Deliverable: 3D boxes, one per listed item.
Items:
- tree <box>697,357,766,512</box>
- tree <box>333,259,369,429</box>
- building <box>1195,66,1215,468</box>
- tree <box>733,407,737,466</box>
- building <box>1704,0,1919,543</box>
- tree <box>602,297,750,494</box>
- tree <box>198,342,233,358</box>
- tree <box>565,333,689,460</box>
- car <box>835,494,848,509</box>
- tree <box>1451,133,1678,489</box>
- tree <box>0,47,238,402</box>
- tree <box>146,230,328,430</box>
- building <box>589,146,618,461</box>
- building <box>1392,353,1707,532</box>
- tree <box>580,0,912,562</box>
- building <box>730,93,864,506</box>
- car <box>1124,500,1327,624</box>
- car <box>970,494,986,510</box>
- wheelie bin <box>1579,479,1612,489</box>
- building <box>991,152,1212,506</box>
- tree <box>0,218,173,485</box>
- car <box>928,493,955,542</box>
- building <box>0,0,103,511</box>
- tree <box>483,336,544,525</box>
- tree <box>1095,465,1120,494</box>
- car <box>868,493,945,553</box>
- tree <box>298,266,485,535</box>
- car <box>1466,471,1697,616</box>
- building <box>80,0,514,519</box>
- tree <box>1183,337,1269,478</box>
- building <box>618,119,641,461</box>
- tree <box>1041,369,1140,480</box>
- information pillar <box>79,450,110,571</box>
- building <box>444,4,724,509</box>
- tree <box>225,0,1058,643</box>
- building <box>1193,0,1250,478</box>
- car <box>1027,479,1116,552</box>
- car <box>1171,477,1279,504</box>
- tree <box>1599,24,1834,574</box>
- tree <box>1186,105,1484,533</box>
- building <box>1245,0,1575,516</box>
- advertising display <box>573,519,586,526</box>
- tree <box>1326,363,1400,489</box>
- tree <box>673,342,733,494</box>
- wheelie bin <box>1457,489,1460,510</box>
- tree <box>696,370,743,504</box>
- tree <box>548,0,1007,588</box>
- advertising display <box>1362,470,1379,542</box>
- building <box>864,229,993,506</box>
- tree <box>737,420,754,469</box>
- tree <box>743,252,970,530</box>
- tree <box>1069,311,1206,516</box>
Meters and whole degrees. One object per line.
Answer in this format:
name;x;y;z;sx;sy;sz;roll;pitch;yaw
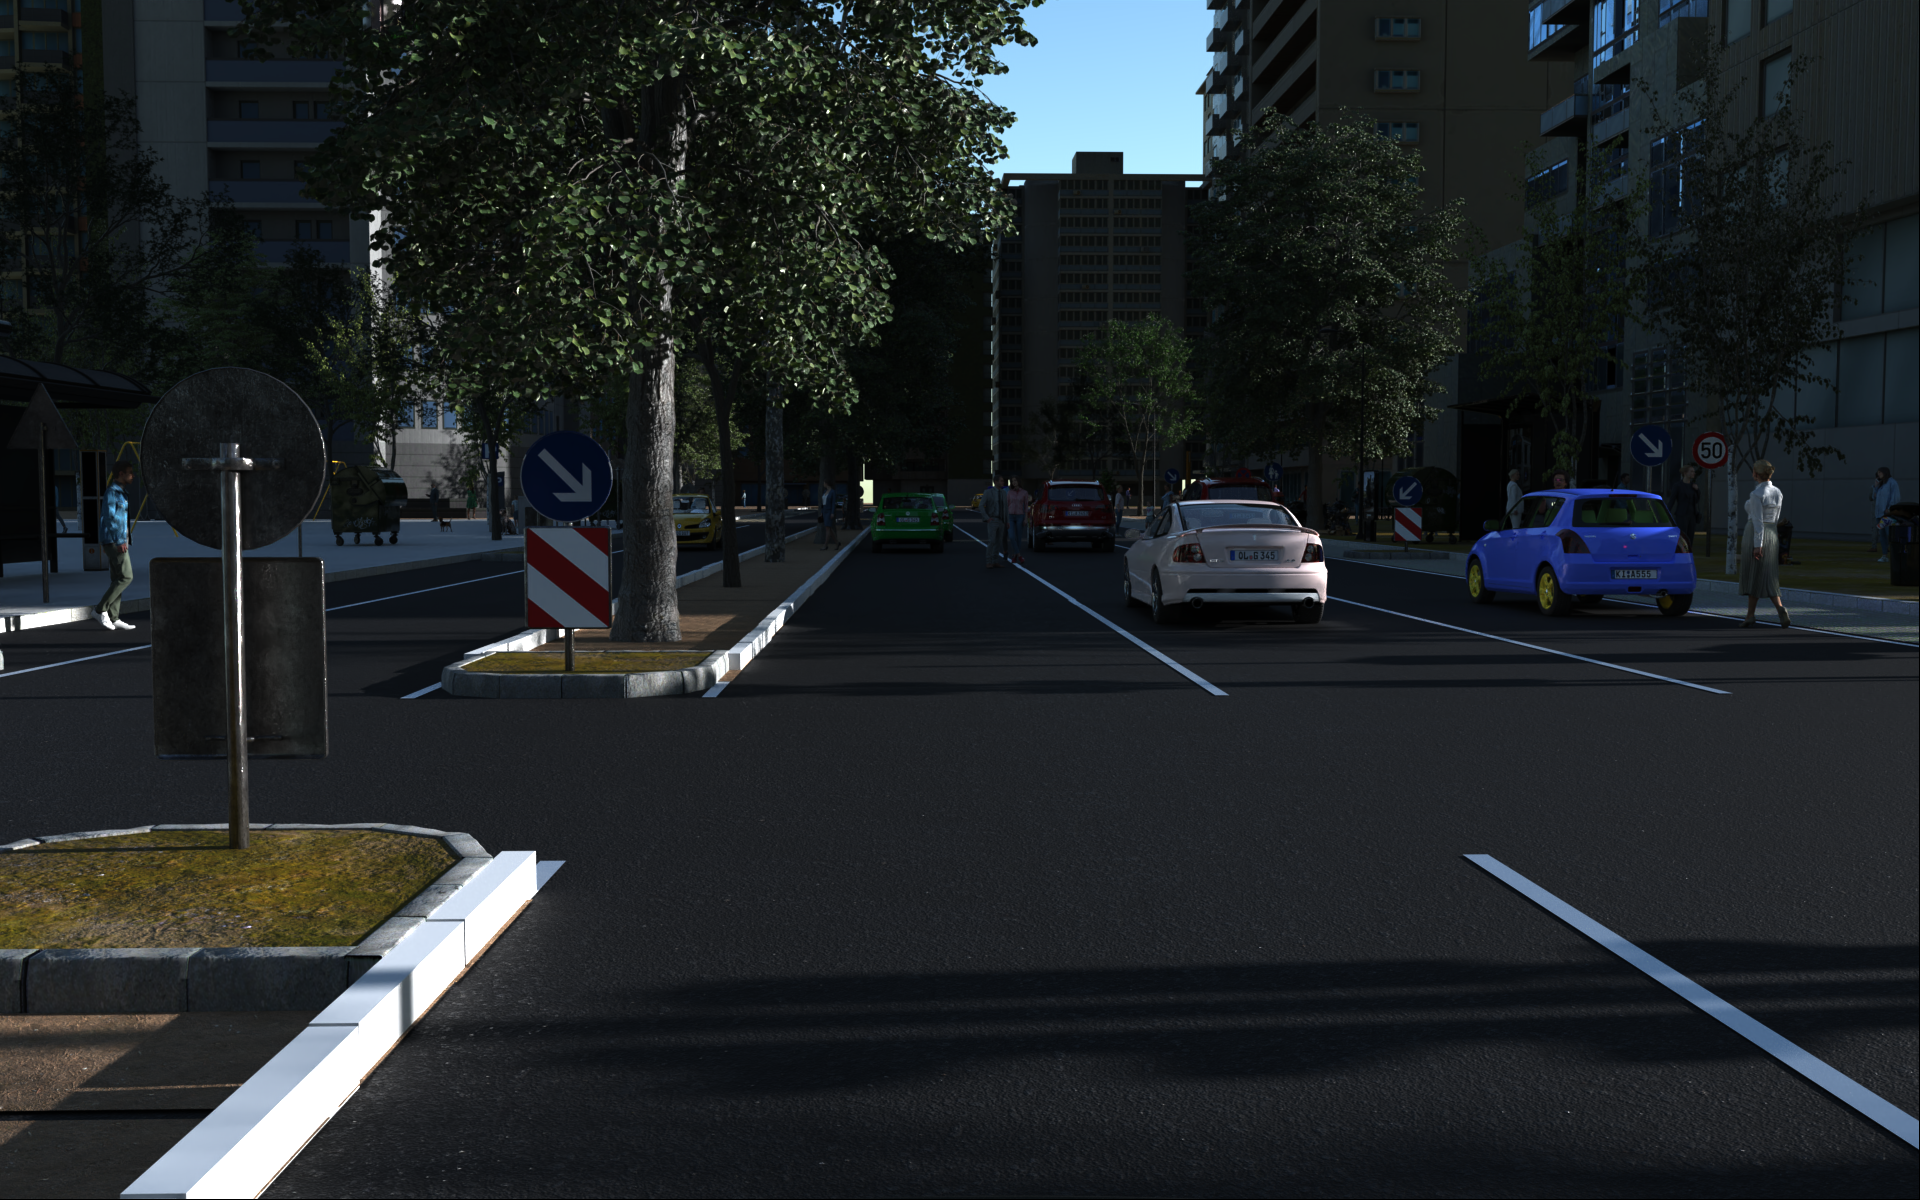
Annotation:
tree;-14.311;-13.065;123.984;12.009;13.543;11.850;0;3;0
tree;-12.873;-6.961;48.223;8.767;10.594;7.601;0;4;-1
building;42.755;-37.210;197.617;27.495;52.752;28.713;0;4;-2
tree;-14.844;-8.823;94.623;4.360;8.622;3.978;0;3;0
building;36.493;-27.566;39.946;27.495;52.752;28.713;0;4;-2
tree;-14.589;-10.333;87.066;7.486;12.596;7.792;0;3;0
tree;-35.333;-8.176;84.032;4.360;8.622;3.978;0;3;0
tree;-13.538;-7.260;69.062;4.737;8.622;4.395;0;3;0
car;-10.238;-8.430;149.621;2.131;1.459;4.920;0;4;-3
tree;12.156;-5.168;34.855;4.737;8.622;4.395;0;3;0
tree;-19.362;-6.232;36.301;7.601;10.594;8.767;2;4;26
tree;-31.442;-9.569;74.577;7.486;12.596;7.792;0;3;0
building;-32.511;-28.887;122.420;14.600;45.320;14.200;0;4;-2
building;34.110;-46.465;72.376;22.319;86.520;31.000;0;4;-2
tree;-5.113;-10.894;36.462;12.611;20.169;13.585;0;3;0
building;-17.815;-32.973;189.223;14.200;45.320;14.600;0;4;-2
car;3.052;-0.500;20.538;2.083;1.381;4.827;0;4;-1
car;1.976;-9.239;161.278;2.015;1.641;3.980;0;4;-2
wheelie bin;13.700;-1.800;37.333;0.980;1.594;0.693;-1;4;-21
building;15.841;-31.031;199.236;23.993;40.220;32.217;0;4;-2
tree;-22.892;-5.815;45.441;4.360;8.622;3.978;0;3;0
car;-1.123;-2.742;53.623;1.959;1.807;4.718;0;4;-1
building;-62.247;-29.644;139.298;28.867;44.769;22.147;0;4;-2
tree;-19.597;-7.450;72.172;4.737;8.622;4.395;0;3;0
tree;9.774;-7.318;114.244;1.663;3.219;1.824;0;3;0
car;-1.341;-2.130;43.616;1.959;1.807;4.718;0;4;-2
tree;-18.147;-6.361;54.370;4.737;8.622;4.395;0;3;0
car;7.631;-0.736;21.631;1.945;1.707;3.694;0;4;-3
building;-34.890;-34.175;100.764;21.231;58.520;28.212;0;4;-2
tree;11.746;-7.759;77.215;4.737;8.622;4.395;0;3;0
building;-36.913;-31.634;140.910;21.600;48.544;21.300;0;4;-2
tree;9.758;-11.786;127.117;7.601;10.594;8.767;2;4;29
information pillar;-14.427;-1.492;28.879;0.304;2.012;0.304;0;4;0
building;-39.089;-39.669;190.594;28.212;58.520;21.231;0;4;-2
tree;-3.081;-6.575;16.620;9.857;13.997;8.962;0;3;0
building;32.025;-31.748;138.693;23.786;49.044;30.456;0;4;-2
car;2.812;-2.187;44.432;2.281;1.827;5.304;0;4;0
car;6.042;-1.891;39.586;2.281;1.827;5.304;0;3;0
tree;12.247;-4.703;27.254;4.360;8.622;3.978;0;3;0
tree;11.936;-9.214;57.311;9.857;13.997;8.962;0;3;0
building;31.390;-29.894;112.474;21.300;48.544;21.600;0;4;-2
advertising display;-14.568;-3.696;65.639;0.974;1.923;0.123;1;4;23
tree;18.374;-7.811;78.066;4.737;8.622;4.395;0;3;0
tree;-12.848;-7.771;77.416;4.360;8.622;3.978;0;3;0
wheelie bin;14.762;-2.586;50.195;0.693;1.594;0.980;1;4;15
tree;-14.497;-9.214;101.003;4.737;8.622;4.395;0;3;0
tree;-3.475;-5.484;26.530;8.767;10.594;7.601;0;4;-2
advertising display;11.054;-2.534;46.648;0.123;1.923;0.974;0;4;-5
building;-3.591;-25.617;190.532;14.107;30.474;14.160;0;4;-2
tree;-14.493;-9.676;108.570;4.360;8.622;3.978;0;3;0
tree;-4.323;-9.161;69.255;9.611;12.733;9.660;0;3;0
tree;10.307;-10.637;99.670;9.928;11.665;9.643;0;3;0
